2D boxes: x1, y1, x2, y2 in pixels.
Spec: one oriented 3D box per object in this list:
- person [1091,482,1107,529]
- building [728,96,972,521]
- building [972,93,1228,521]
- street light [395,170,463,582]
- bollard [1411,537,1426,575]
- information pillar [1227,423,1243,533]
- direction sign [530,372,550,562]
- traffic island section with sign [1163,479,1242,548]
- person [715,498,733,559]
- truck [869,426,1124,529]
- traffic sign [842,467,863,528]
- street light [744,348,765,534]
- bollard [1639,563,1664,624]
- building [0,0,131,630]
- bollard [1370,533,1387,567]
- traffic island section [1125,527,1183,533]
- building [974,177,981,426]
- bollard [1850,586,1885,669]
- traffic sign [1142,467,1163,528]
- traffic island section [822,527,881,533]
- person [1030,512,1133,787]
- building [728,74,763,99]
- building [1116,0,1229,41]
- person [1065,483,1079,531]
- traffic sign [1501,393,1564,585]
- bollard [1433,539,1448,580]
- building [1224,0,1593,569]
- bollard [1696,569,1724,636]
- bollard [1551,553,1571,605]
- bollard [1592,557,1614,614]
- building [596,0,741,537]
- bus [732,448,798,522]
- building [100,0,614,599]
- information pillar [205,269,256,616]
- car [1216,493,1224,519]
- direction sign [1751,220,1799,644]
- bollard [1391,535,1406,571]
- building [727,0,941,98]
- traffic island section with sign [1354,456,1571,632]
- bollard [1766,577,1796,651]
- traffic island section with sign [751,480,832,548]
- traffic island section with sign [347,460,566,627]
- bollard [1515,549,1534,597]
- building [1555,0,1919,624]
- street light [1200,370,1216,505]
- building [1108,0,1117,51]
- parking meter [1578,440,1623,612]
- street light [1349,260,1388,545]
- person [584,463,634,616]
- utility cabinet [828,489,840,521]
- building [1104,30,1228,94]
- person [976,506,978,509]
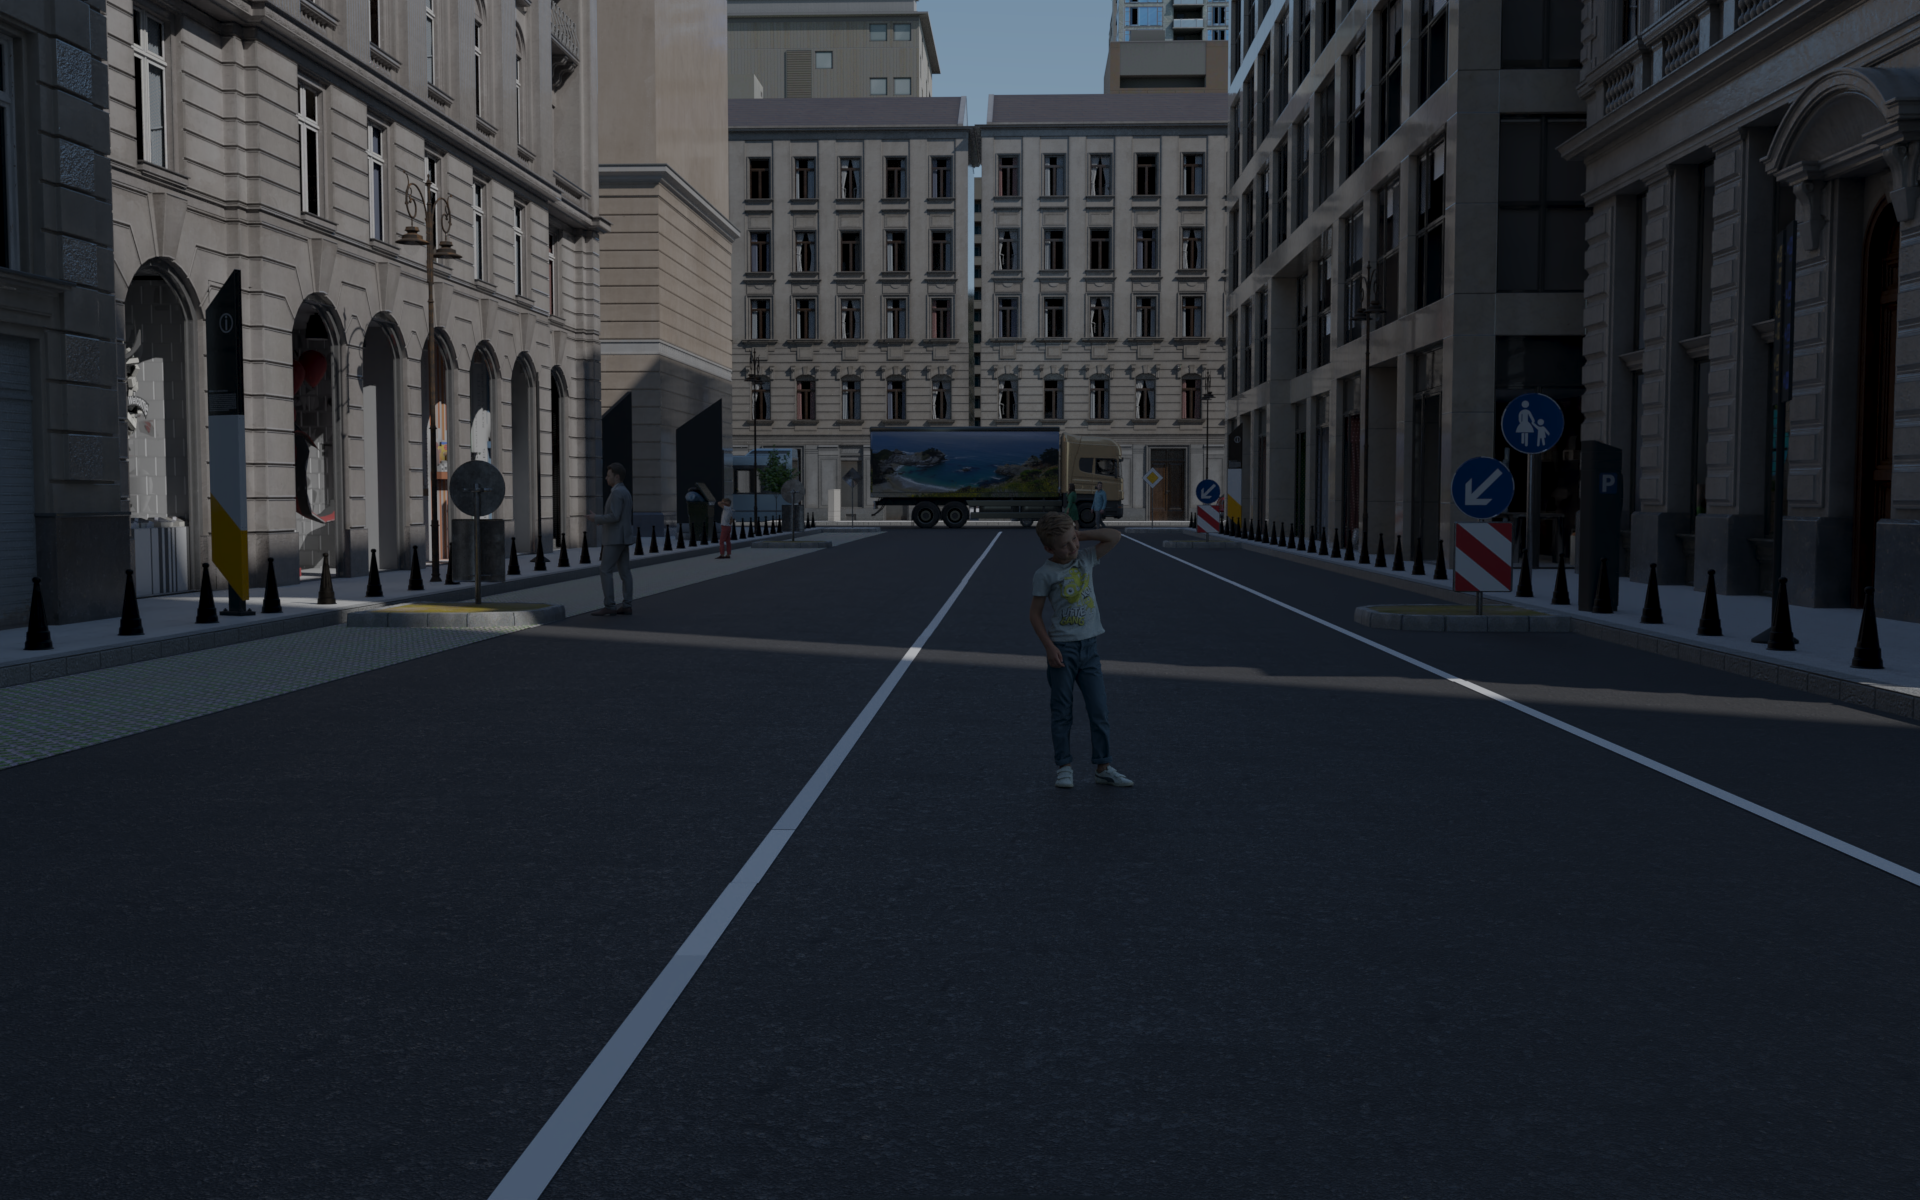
[{"bbox_3d":[4.629,-2.951,56.619,0.748,1.841,0.638,-1,4,-18],"label":"person"},{"bbox_3d":[-8.249,-14.538,86.847,18.267,20.994,9.793,0,4,2],"label":"building"},{"bbox_3d":[9.990,-14.474,85.804,18.267,20.994,9.793,0,4,2],"label":"building"},{"bbox_3d":[-7.673,-3.204,25.178,0.468,5.910,1.993,0,4,2],"label":"street light"},{"bbox_3d":[7.275,-0.698,27.461,0.229,0.601,0.229,0,3,0],"label":"bollard"},{"bbox_3d":[9.045,-4.007,56.873,0.504,3.616,0.183,2,4,31],"label":"information pillar"},{"bbox_3d":[-7.924,-2.482,32.582,0.379,3.537,0.876,-1,4,-14],"label":"direction sign"},{"bbox_3d":[6.519,-2.336,46.822,1.989,1.847,2.006,0,4,2],"label":"traffic island section with sign"},{"bbox_3d":[-5.206,-1.577,38.195,0.340,1.345,0.435,0,4,5],"label":"person"},{"bbox_3d":[1.888,-5.140,72.945,11.283,4.237,2.839,0,4,1],"label":"truck"},{"bbox_3d":[-4.044,-3.765,65.194,0.795,2.450,0.064,0,4,2],"label":"traffic sign"},{"bbox_3d":[-6.500,-5.027,54.974,0.468,5.910,1.993,0,4,2],"label":"street light"},{"bbox_3d":[6.869,-0.069,17.176,0.229,0.601,0.229,0,3,0],"label":"bollard"},{"bbox_3d":[-14.848,-12.741,5.581,12.463,27.353,25.104,0,4,2],"label":"building"},{"bbox_3d":[7.387,-0.878,30.397,0.229,0.601,0.229,0,3,0],"label":"bollard"},{"bbox_3d":[7.214,-2.601,64.809,2.009,0.180,2.903,0,4,2],"label":"traffic island section"},{"bbox_3d":[-3.874,-38.399,251.519,21.600,48.544,21.300,0,4,2],"label":"building"},{"bbox_3d":[6.697,0.200,12.766,0.229,0.601,0.229,0,3,0],"label":"bollard"},{"bbox_3d":[7.190,-3.736,64.732,0.795,2.450,0.064,0,4,2],"label":"traffic sign"},{"bbox_3d":[-4.068,-2.628,65.256,2.009,0.180,2.903,0,4,2],"label":"traffic island section"},{"bbox_3d":[0.595,0.240,8.489,0.435,1.345,0.340,-2,4,-28],"label":"person"},{"bbox_3d":[-19.750,-28.916,164.650,32.217,40.220,23.993,0,4,2],"label":"building"},{"bbox_3d":[27.214,-54.530,204.239,22.319,86.520,31.000,0,4,2],"label":"building"},{"bbox_3d":[3.794,-3.050,58.615,0.529,1.795,0.600,1,4,12],"label":"person"},{"bbox_3d":[7.210,-1.333,21.893,0.768,2.556,0.104,0,4,6],"label":"traffic sign"},{"bbox_3d":[7.216,-0.609,25.995,0.229,0.601,0.229,0,3,0],"label":"bollard"},{"bbox_3d":[18.585,-14.724,45.246,19.350,26.468,34.151,0,4,2],"label":"building"},{"bbox_3d":[6.809,0.020,15.711,0.229,0.601,0.229,0,3,0],"label":"bollard"},{"bbox_3d":[6.982,-0.249,20.111,0.229,0.601,0.229,0,3,0],"label":"bollard"},{"bbox_3d":[6.926,-0.159,18.641,0.229,0.601,0.229,0,3,0],"label":"bollard"},{"bbox_3d":[-18.280,-16.617,57.588,20.117,28.700,13.634,0,4,2],"label":"building"},{"bbox_3d":[-13.321,-4.631,70.574,13.247,3.499,2.948,0,4,1],"label":"bus"},{"bbox_3d":[-15.016,-11.529,30.306,13.314,21.916,24.055,0,4,2],"label":"building"},{"bbox_3d":[-7.710,-1.644,18.241,0.504,3.616,0.183,2,4,28],"label":"information pillar"},{"bbox_3d":[13.753,-4.077,75.334,5.304,1.827,2.281,0,4,3],"label":"car"},{"bbox_3d":[7.030,-1.397,14.833,0.379,3.537,0.876,1,4,17],"label":"direction sign"},{"bbox_3d":[7.330,-0.788,28.932,0.229,0.601,0.229,0,3,0],"label":"bollard"},{"bbox_3d":[-17.014,-36.760,190.271,28.713,52.752,27.495,0,4,2],"label":"building"},{"bbox_3d":[5.420,-0.634,18.999,1.989,1.847,2.006,0,4,2],"label":"traffic island section with sign"},{"bbox_3d":[6.756,0.111,14.231,0.229,0.601,0.229,0,3,0],"label":"bollard"},{"bbox_3d":[-4.464,-2.309,46.373,1.989,1.847,2.006,0,4,2],"label":"traffic island section with sign"},{"bbox_3d":[-5.544,-0.661,19.439,1.989,1.847,2.006,0,4,2],"label":"traffic island section with sign"},{"bbox_3d":[7.040,-0.339,21.576,0.229,0.601,0.229,0,3,0],"label":"bollard"},{"bbox_3d":[14.342,-11.558,17.851,11.050,23.489,19.941,0,4,2],"label":"building"},{"bbox_3d":[9.174,-5.594,64.254,0.468,5.910,1.993,0,4,2],"label":"street light"},{"bbox_3d":[31.820,-49.562,248.597,20.611,71.187,20.563,0,4,2],"label":"building"},{"bbox_3d":[7.012,-0.810,18.950,0.399,1.863,0.255,-1,4,-16],"label":"parking meter"},{"bbox_3d":[8.093,-3.772,34.455,0.468,5.910,1.993,0,4,2],"label":"street light"},{"bbox_3d":[-4.149,-0.725,20.557,0.583,1.804,0.606,0,4,-1],"label":"person"},{"bbox_3d":[-5.911,-4.436,81.202,0.318,1.500,1.173,1,4,10],"label":"utility cabinet"},{"bbox_3d":[21.149,-31.742,169.089,14.600,45.320,14.200,0,4,2],"label":"building"},{"bbox_3d":[1.518,-9.769,169.017,0.445,1.727,0.742,-1,4,-17],"label":"person"}]
